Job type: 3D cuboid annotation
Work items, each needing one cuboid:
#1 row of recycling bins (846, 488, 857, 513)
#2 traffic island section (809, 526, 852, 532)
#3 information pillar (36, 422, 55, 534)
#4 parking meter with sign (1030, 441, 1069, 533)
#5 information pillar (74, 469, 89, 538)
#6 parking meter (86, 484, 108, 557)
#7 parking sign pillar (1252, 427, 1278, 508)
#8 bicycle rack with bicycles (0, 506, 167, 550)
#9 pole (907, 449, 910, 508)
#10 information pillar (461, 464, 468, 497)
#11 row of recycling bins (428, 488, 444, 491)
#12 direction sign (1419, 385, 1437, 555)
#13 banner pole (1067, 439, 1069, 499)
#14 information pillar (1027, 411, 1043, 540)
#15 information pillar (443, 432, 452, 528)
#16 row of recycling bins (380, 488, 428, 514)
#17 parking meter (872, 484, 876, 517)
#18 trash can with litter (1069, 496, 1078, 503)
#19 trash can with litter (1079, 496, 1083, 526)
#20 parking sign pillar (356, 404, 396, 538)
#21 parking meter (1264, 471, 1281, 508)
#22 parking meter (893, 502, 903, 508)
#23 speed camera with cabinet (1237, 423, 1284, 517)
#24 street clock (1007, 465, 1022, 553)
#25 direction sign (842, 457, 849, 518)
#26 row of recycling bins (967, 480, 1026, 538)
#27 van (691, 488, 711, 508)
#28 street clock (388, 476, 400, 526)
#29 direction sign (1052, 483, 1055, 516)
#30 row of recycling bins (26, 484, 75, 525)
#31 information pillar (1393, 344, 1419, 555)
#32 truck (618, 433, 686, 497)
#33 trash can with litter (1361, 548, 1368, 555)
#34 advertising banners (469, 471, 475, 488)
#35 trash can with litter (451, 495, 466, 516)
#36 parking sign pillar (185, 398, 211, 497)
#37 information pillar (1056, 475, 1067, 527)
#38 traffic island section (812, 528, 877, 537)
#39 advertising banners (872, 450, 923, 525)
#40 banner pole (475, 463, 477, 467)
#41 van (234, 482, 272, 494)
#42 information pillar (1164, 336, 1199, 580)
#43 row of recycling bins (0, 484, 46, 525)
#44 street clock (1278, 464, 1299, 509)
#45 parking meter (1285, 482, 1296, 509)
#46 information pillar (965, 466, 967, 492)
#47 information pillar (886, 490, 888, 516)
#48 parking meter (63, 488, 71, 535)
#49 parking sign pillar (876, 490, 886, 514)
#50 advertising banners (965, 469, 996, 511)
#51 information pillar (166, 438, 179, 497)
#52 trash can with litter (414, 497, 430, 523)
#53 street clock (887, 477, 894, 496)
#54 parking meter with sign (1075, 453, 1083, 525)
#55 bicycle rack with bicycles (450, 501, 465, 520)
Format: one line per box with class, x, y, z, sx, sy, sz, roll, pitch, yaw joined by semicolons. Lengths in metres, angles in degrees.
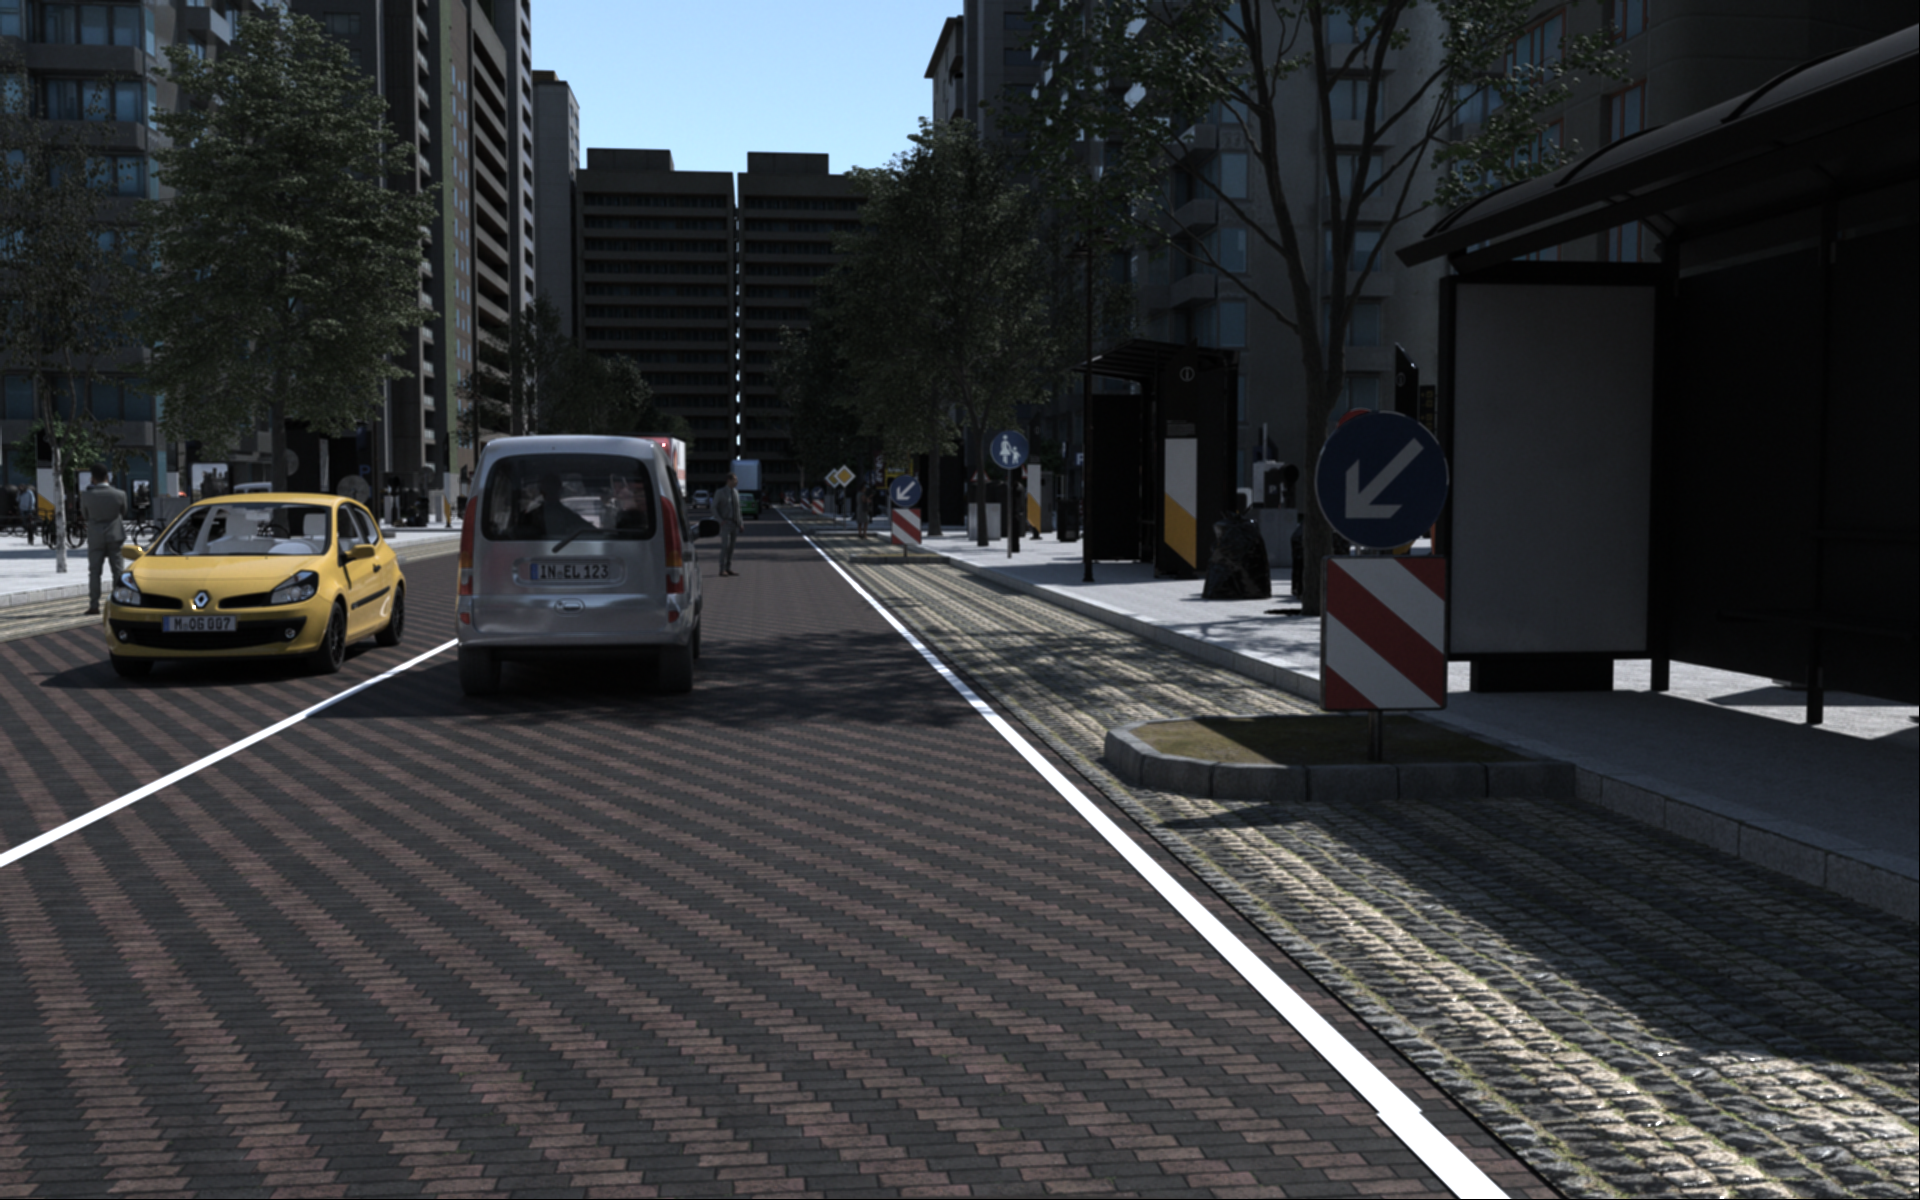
row of recycling bins;-7.676;-6.876;119.539;1.069;1.692;3.534;0;4;8
traffic island section;-4.794;-2.708;66.560;2.009;0.180;2.903;0;4;-7
information pillar;-29.519;-3.949;55.925;0.504;3.616;0.183;-3;4;-38
parking meter with sign;2.673;-3.728;57.220;1.738;3.016;0.543;-1;4;-10
information pillar;-25.626;-2.818;50.560;0.304;2.012;0.304;3;5;40
parking meter;-17.450;-1.629;35.051;0.372;1.533;0.369;0;3;0
parking sign pillar;12.242;-4.955;69.482;1.447;3.967;1.447;-1;4;-20
bicycle rack with bicycles;-20.374;-1.691;41.025;2.852;0.926;2.925;1;4;21
pole;-2.339;-5.141;77.897;0.158;3.312;0.155;0;3;0
information pillar;-38.211;-8.696;133.539;0.504;3.616;0.183;-1;4;-12
row of recycling bins;-35.390;-6.704;116.724;1.069;1.692;3.534;-3;4;-36
direction sign;9.919;-2.688;35.947;0.876;3.537;0.379;3;5;40
banner pole;4.930;-5.434;78.870;0.401;3.779;0.863;1;4;8
information pillar;2.088;-3.504;48.642;0.504;3.616;0.183;-3;5;-45
information pillar;-19.520;-4.559;65.887;0.183;3.616;0.504;-2;4;-35
row of recycling bins;-36.210;-6.410;111.914;3.534;1.692;1.069;2;4;31
parking meter;-4.869;-5.590;97.101;0.255;1.863;0.399;-1;4;-17
trash can with litter;6.547;-5.584;102.683;0.624;1.170;1.055;-2;4;-25
trash can with litter;4.798;-3.564;69.322;1.678;1.210;2.233;-2;4;-34
parking sign pillar;-17.211;-3.788;50.403;1.447;3.967;1.447;-1;4;-10
parking meter;7.947;-2.348;44.106;0.399;1.863;0.255;0;3;0
parking meter;-4.775;-7.647;133.443;0.372;1.533;0.369;0;3;0
speed camera with cabinet;7.967;-3.274;47.867;2.038;3.252;0.660;-2;4;-26
street clock;1.196;-2.043;37.978;0.358;2.002;0.471;-1;4;-14
direction sign;-6.283;-6.280;94.673;0.379;3.537;0.876;0;4;2
row of recycling bins;1.055;-2.789;52.718;1.069;1.692;3.534;-1;4;-18
van;-26.845;-10.573;179.872;2.013;2.044;4.112;0;4;-5
street clock;-22.541;-3.942;69.022;0.358;2.002;0.471;1;4;18
direction sign;5.417;-6.724;101.935;0.876;3.537;0.379;0;4;6
row of recycling bins;-37.594;-3.977;72.142;1.069;1.692;3.534;-1;4;-10
information pillar;6.909;-2.173;26.890;0.183;3.616;0.504;-1;4;-22
truck;-14.522;-5.648;81.266;2.839;4.237;11.283;0;4;-5
trash can with litter;7.554;-1.186;30.785;1.055;1.170;0.624;-2;4;-26
advertising banners;-36.746;-8.367;132.991;2.074;3.025;0.090;1;4;10
trash can with litter;-29.597;-5.527;101.422;2.233;1.210;1.678;-3;5;-40
parking sign pillar;-21.168;-3.651;48.170;1.447;3.967;1.447;-1;4;-13
information pillar;3.953;-3.843;67.329;0.304;2.012;0.304;-3;5;-42
traffic island section;-3.882;-2.223;58.627;2.009;0.180;2.903;0;4;-7
advertising banners;-2.478;-4.435;68.698;2.074;3.025;0.090;-1;4;-19
banner pole;-38.241;-9.034;137.729;0.401;3.779;0.863;3;5;40
van;-24.795;-3.242;60.022;4.112;2.044;2.013;0;4;-7
information pillar;3.319;-2.112;25.889;0.504;3.616;0.183;1;4;15
row of recycling bins;-40.299;-4.034;73.062;3.534;1.692;1.069;2;4;24
street clock;8.031;-2.313;42.387;0.471;2.002;0.358;-2;4;-28
parking meter;10.858;-3.135;56.969;0.255;1.863;0.399;-1;4;-12
information pillar;0.255;-8.171;124.953;0.504;3.616;0.183;0;4;6
information pillar;-4.055;-5.839;99.960;0.304;2.012;0.304;2;4;33
parking meter;-28.154;-2.811;54.374;0.372;1.533;0.369;0;3;0
parking sign pillar;-5.038;-7.674;113.935;1.447;3.967;1.447;1;4;20
advertising banners;1.230;-6.711;105.912;2.074;3.025;0.090;1;4;17
information pillar;-29.717;-4.530;65.416;0.504;3.616;0.183;1;4;19
trash can with litter;-23.746;-3.983;76.514;0.624;1.170;1.055;-1;4;-13
street clock;-2.965;-4.272;74.410;0.358;2.002;0.471;1;4;15
parking meter with sign;5.374;-4.729;73.573;0.543;3.016;1.738;1;4;19
bicycle rack with bicycles;-24.064;-4.391;85.168;2.852;0.926;2.925;1;4;11
